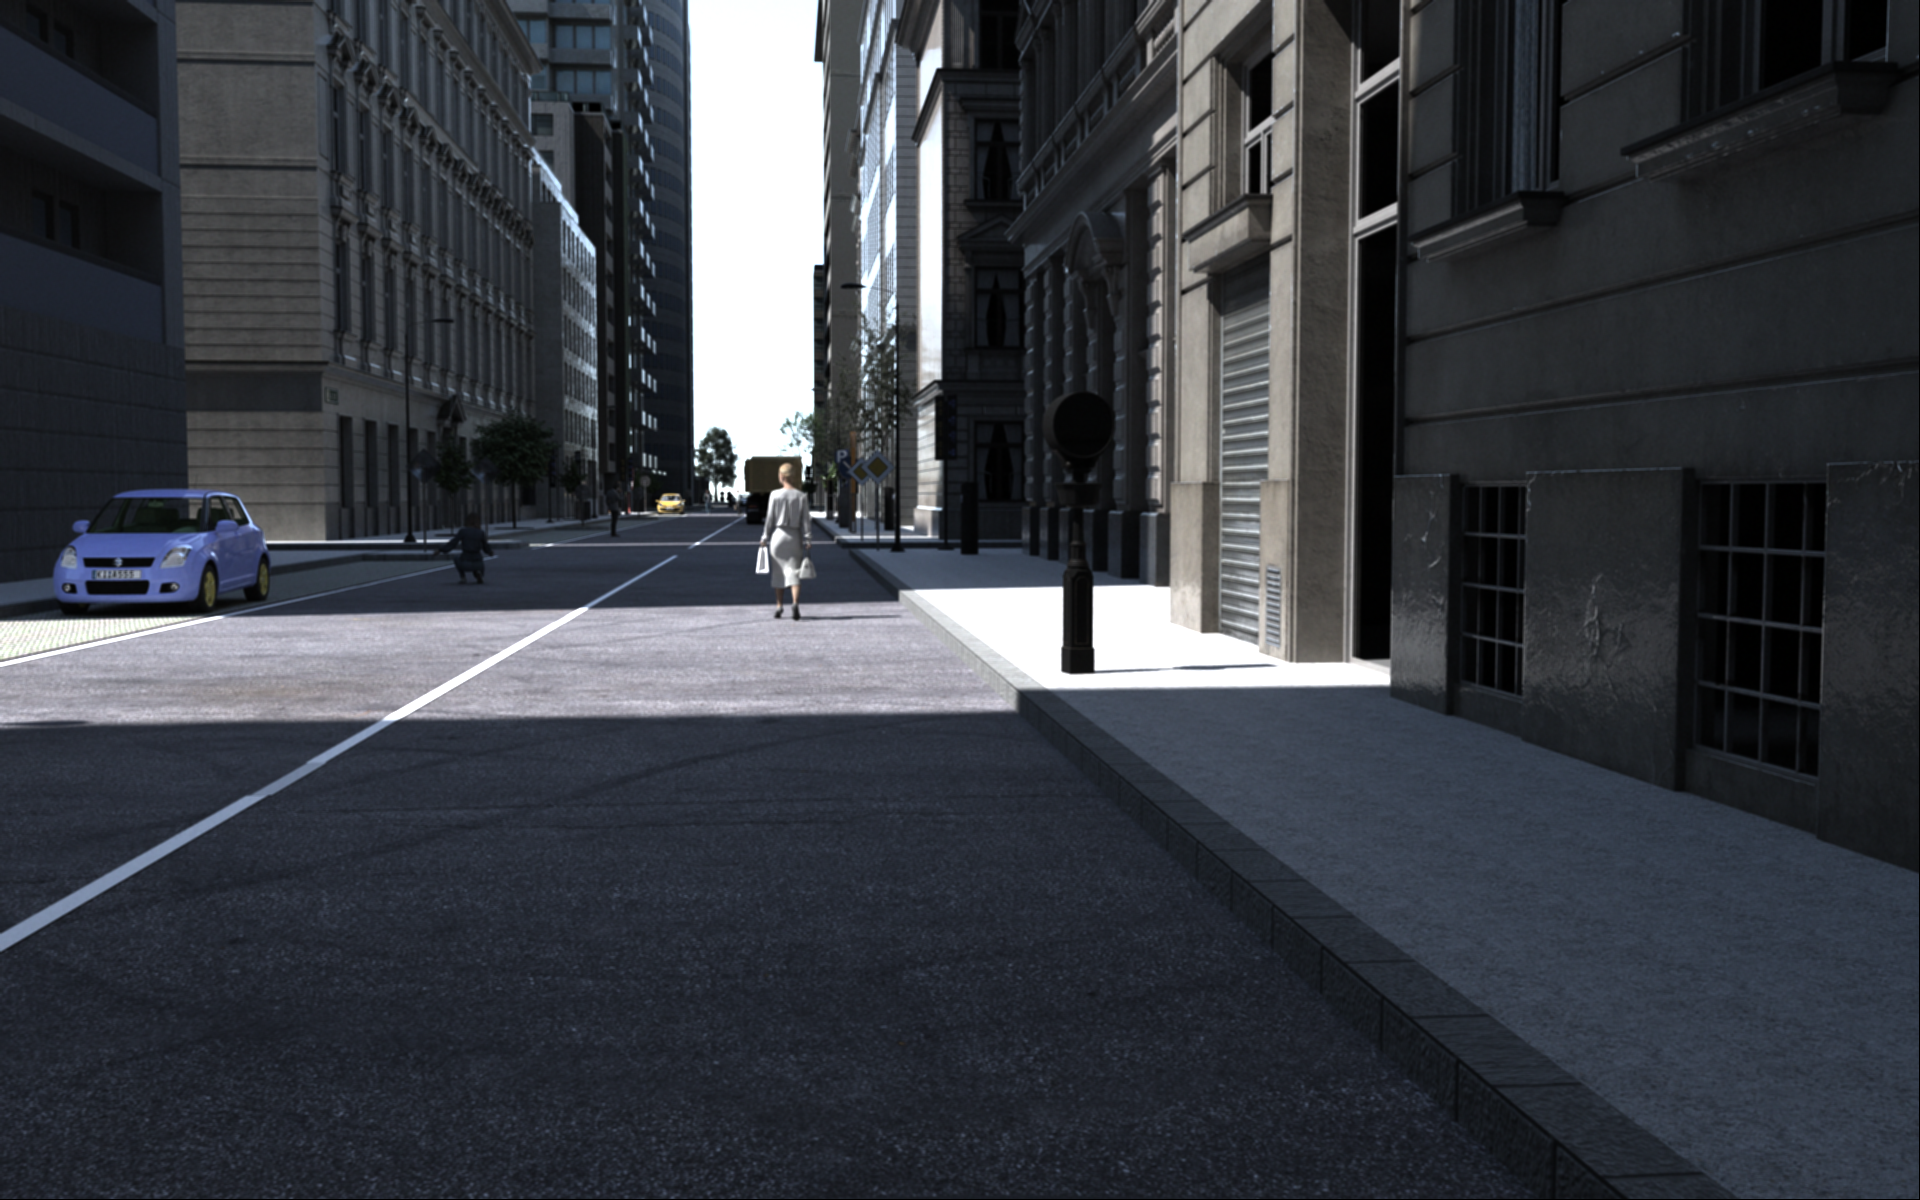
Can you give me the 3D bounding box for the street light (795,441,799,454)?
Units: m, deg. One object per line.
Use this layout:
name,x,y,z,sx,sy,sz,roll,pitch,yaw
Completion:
street light,-13.493,-10.968,151.869,1.470,5.913,1.316,0,4,-6

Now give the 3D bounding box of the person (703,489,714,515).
person,-17.221,-6.700,118.387,0.623,1.781,0.721,-2,4,-32

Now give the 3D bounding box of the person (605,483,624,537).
person,-11.653,-3.044,58.450,0.473,1.802,0.592,-3,5,-39

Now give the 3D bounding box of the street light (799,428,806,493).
street light,-10.307,-9.098,121.299,1.470,5.913,1.316,0,4,-6

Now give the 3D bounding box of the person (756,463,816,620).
person,-1.999,-0.667,19.758,0.694,1.780,0.624,0,4,1

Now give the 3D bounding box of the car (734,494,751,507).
car,-21.645,-9.930,174.156,2.131,1.459,4.920,0,4,-6

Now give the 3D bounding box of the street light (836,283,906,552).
street light,-1.926,-4.023,38.323,1.470,5.913,1.316,0,4,-6

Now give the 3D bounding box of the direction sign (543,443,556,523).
direction sign,-18.354,-5.226,77.442,0.379,3.537,0.876,1,4,23

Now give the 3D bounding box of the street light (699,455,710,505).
street light,-30.223,-14.198,204.685,1.470,5.913,1.316,0,4,-6

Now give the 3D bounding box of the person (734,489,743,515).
person,-15.016,-6.641,117.570,0.515,1.767,0.782,-1,4,-18

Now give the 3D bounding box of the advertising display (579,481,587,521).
advertising display,-17.999,-4.740,82.709,0.123,1.923,0.974,0,4,5

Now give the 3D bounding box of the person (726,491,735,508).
person,-23.905,-10.476,180.336,0.990,1.755,0.434,1,4,13

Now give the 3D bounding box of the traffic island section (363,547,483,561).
traffic island section,-11.829,-0.976,38.245,2.009,0.180,2.903,0,4,-6

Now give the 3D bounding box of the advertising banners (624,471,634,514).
advertising banners,-21.508,-7.121,112.617,0.090,3.025,2.074,-2,4,-26

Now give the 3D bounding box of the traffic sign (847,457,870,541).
traffic sign,-2.671,-2.659,47.118,0.795,2.450,0.064,0,4,-6

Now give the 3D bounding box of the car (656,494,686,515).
car,-19.890,-6.668,119.244,2.015,1.641,3.980,0,4,-7

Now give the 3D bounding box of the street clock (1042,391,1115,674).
street clock,0.845,-0.477,12.371,0.471,2.002,0.358,-1,4,-17

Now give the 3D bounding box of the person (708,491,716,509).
person,-23.259,-9.285,161.018,1.217,1.736,0.721,-1,4,-11

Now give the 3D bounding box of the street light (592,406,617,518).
street light,-18.700,-7.246,91.021,1.470,5.913,1.316,0,4,-6

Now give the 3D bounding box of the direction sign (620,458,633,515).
direction sign,-20.717,-7.069,107.580,0.876,3.537,0.379,-3,4,-37

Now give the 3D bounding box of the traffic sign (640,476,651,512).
traffic sign,-21.901,-7.365,120.520,0.768,2.556,0.104,0,4,1

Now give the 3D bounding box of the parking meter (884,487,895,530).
parking meter,-2.492,-3.231,61.245,0.372,1.533,0.369,0,3,0

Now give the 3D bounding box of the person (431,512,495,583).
person,-7.980,-0.849,27.879,1.012,1.151,0.738,-1,4,-21

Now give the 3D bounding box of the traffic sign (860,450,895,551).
traffic sign,-1.861,-2.173,39.174,0.795,2.450,0.064,0,4,-6

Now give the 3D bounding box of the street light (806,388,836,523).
street light,-5.878,-6.331,76.058,1.470,5.913,1.316,0,4,-6

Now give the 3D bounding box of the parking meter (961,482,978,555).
parking meter,0.203,-1.741,36.883,0.372,1.533,0.369,0,3,0

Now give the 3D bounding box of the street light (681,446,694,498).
street light,-26.391,-11.918,167.407,1.470,5.913,1.316,0,4,-6

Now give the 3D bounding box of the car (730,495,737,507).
car,-25.110,-11.171,195.225,1.945,1.354,3.894,0,4,-7

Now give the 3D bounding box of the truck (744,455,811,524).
truck,-9.150,-5.497,85.800,3.469,3.379,9.791,0,4,-4

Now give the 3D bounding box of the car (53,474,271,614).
car,-9.950,-0.743,21.735,1.945,1.707,3.694,0,4,-7

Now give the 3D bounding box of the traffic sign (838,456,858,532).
traffic sign,-3.712,-3.560,58.311,0.768,2.556,0.104,0,4,-1

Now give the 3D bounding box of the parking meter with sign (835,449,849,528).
parking meter with sign,-4.490,-4.301,66.580,0.543,3.016,1.738,0,4,-7

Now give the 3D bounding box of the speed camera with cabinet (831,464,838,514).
speed camera with cabinet,-8.318,-7.270,113.201,0.660,3.252,2.038,0,4,6

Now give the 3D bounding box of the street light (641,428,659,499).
street light,-21.880,-9.139,121.958,1.470,5.913,1.316,0,4,-6

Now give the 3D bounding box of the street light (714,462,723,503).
street light,-34.892,-16.964,249.902,1.470,5.913,1.316,0,4,-6

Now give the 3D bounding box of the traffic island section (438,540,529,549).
traffic island section,-12.639,-1.462,46.189,2.009,0.180,2.903,0,4,-6

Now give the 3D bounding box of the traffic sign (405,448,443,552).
traffic sign,-11.806,-2.113,38.185,0.795,2.450,0.064,0,4,-6

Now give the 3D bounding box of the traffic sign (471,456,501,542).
traffic sign,-12.616,-2.599,46.129,0.795,2.450,0.064,0,4,-6

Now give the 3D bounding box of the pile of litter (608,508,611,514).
pile of litter,-23.758,-6.232,115.859,1.176,0.858,1.719,0,4,-7

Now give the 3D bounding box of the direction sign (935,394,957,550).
direction sign,-0.323,-2.920,39.739,0.379,3.537,0.876,-2,4,-33

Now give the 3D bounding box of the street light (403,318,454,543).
street light,-14.045,-4.481,45.802,1.470,5.913,1.316,0,4,-6
